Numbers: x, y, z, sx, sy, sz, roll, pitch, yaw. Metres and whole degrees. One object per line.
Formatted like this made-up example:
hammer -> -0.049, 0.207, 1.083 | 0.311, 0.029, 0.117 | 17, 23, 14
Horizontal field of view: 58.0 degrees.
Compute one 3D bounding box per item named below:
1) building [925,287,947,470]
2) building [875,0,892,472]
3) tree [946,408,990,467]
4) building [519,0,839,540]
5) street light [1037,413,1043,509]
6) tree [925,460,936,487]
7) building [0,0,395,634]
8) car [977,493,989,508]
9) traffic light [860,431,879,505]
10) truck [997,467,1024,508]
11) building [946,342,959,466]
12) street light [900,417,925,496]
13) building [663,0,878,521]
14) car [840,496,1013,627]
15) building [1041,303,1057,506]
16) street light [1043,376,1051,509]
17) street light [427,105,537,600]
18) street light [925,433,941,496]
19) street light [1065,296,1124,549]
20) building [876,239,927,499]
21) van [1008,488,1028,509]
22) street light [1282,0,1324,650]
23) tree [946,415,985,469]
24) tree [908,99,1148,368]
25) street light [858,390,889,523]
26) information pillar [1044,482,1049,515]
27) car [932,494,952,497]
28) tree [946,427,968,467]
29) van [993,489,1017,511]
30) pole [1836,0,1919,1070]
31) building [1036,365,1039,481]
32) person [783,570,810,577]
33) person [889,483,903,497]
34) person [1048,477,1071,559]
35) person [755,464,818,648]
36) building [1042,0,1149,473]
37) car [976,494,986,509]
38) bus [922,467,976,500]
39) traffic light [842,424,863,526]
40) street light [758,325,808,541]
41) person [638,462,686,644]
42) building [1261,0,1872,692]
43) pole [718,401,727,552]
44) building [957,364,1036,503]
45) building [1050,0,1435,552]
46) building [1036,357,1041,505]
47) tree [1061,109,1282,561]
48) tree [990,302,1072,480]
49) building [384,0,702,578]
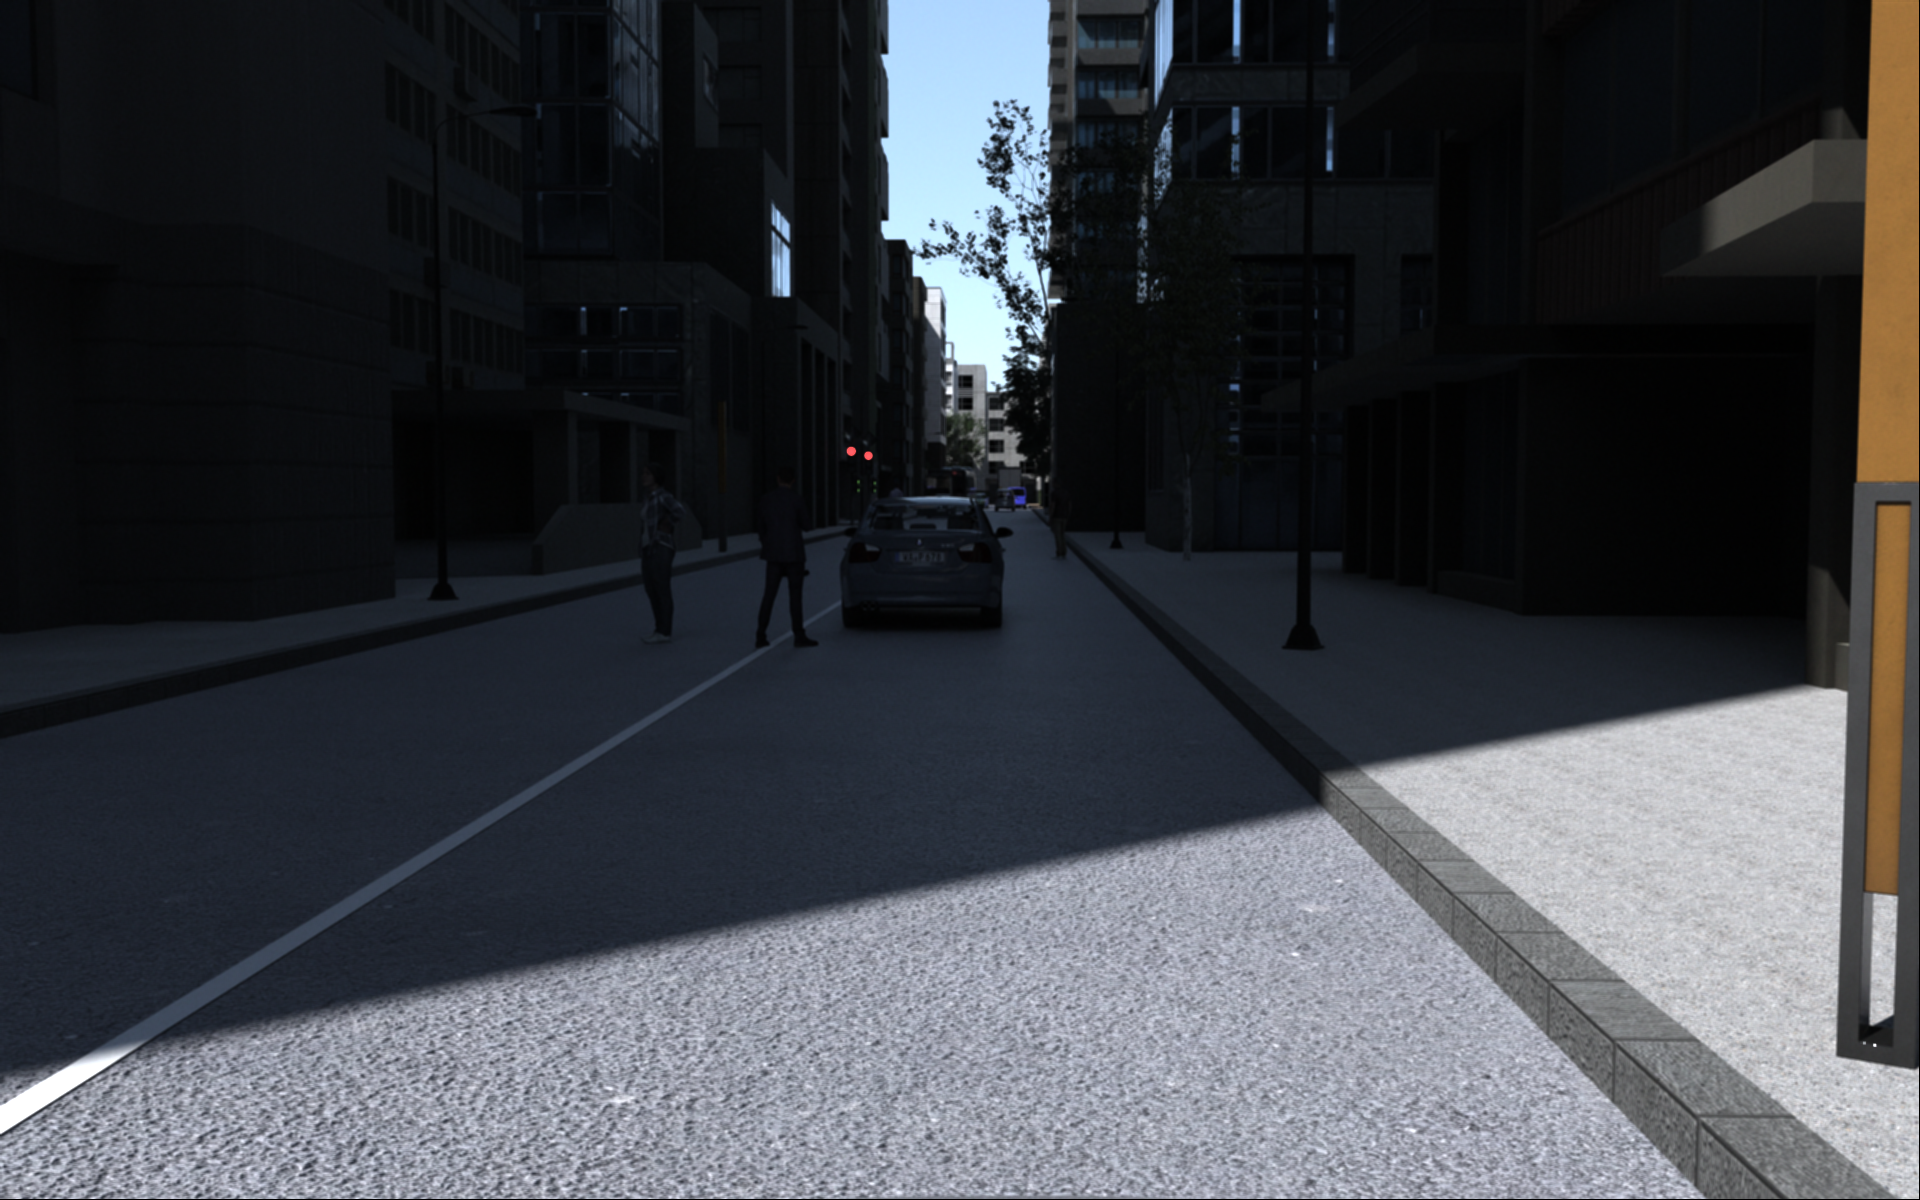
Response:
building -> -15.883, -19.900, 169.336 | 27.936, 21.610, 32.646 | 0, 4, 2
building -> -18.427, -31.454, 103.504 | 28.713, 52.752, 27.495 | 0, 4, 2
tree -> -0.386, -17.313, 208.829 | 9.928, 11.665, 9.643 | 0, 3, 0
building -> -20.733, -45.499, 56.578 | 31.000, 86.520, 22.319 | 0, 4, 2
street light -> 5.103, -7.734, 98.987 | 1.470, 5.913, 1.316 | 0, 4, 2
tree -> -3.401, -10.196, 150.417 | 4.285, 4.588, 4.351 | 0, 3, 0
building -> -17.922, -28.380, 6.016 | 21.231, 58.520, 28.212 | 0, 4, 2
car -> 1.991, -10.034, 173.646 | 1.945, 1.707, 3.694 | 0, 4, 3
traffic light -> -4.026, -5.389, 77.026 | 0.839, 4.253, 0.868 | 0, 4, 2
truck -> 5.319, -11.904, 183.541 | 2.839, 4.237, 11.283 | 0, 4, 2
building -> -5.996, -22.291, 220.879 | 11.380, 20.091, 16.016 | 0, 4, 2
street light -> -3.046, -8.056, 104.264 | 1.470, 5.913, 1.316 | 0, 4, 2
building -> -11.547, -24.421, 82.872 | 14.154, 41.232, 14.086 | 0, 4, 2
car -> -0.386, -0.487, 19.966 | 2.014, 1.417, 4.499 | 0, 4, 1
building -> 16.808, -18.480, 168.604 | 16.747, 18.905, 31.486 | 0, 4, 2
street light -> 4.115, -5.837, 67.975 | 1.470, 5.913, 1.316 | 0, 4, 2
street light -> -5.745, -2.955, 20.853 | 1.470, 5.913, 1.316 | 0, 4, 2
street light -> -2.118, -9.694, 131.030 | 1.470, 5.913, 1.316 | 0, 4, 2
street light -> 3.151, -4.171, 40.734 | 1.470, 5.913, 1.316 | 0, 4, 2
building -> -17.047, -17.590, 132.636 | 27.650, 21.520, 28.899 | 0, 4, 2
van -> 5.327, -9.749, 163.774 | 2.240, 2.365, 5.245 | 0, 4, 1
street light -> 2.312, -2.551, 14.243 | 1.470, 5.913, 1.316 | 0, 4, 2
tree -> -1.297, -16.192, 199.149 | 8.767, 10.594, 7.601 | 0, 4, -1
tree -> 4.342, -13.976, 84.404 | 12.611, 20.169, 13.585 | 0, 3, 0
street light -> -3.853, -6.411, 77.367 | 1.470, 5.913, 1.316 | 0, 4, 2
information pillar -> 5.315, -6.227, 106.304 | 0.304, 2.012, 0.304 | 0, 4, 2
car -> -1.093, -5.681, 102.675 | 2.009, 1.686, 4.222 | 0, 4, 0
tree -> -0.990, -14.729, 191.187 | 4.360, 8.622, 3.978 | 0, 3, 0
van -> 3.752, -8.404, 144.410 | 2.013, 2.044, 4.112 | 0, 4, 3
pole -> 2.107, -0.613, 3.864 | 0.158, 3.312, 0.155 | 0, 3, 0
building -> 17.798, -22.340, 221.683 | 16.016, 20.091, 11.380 | 0, 4, 2
person -> -2.989, -0.818, 30.165 | 0.655, 0.850, 0.859 | 2, 4, 27
person -> -2.219, -3.315, 62.567 | 0.709, 1.838, 0.599 | 2, 4, 26
person -> 2.172, -1.807, 38.166 | 0.598, 1.807, 0.434 | -2, 4, -31
person -> -1.635, -0.416, 16.221 | 0.541, 1.710, 0.530 | 2, 4, 31
building -> 18.081, -31.561, 135.636 | 23.786, 49.044, 30.456 | 0, 4, 2
car -> 1.500, -9.723, 167.773 | 1.959, 1.807, 4.718 | 0, 4, 0
bus -> -0.535, -7.285, 113.975 | 2.948, 3.499, 13.247 | 0, 4, 3
traffic light -> -4.284, -4.901, 69.045 | 0.839, 4.253, 0.868 | 0, 4, 2
street light -> -4.865, -4.593, 47.634 | 1.470, 5.913, 1.316 | 0, 4, 2
person -> -2.903, -0.459, 16.729 | 0.376, 1.734, 0.841 | -1, 4, -20
building -> 15.453, -21.987, 14.110 | 22.147, 44.769, 28.867 | 0, 4, 2
pole -> -5.245, -2.715, 38.227 | 0.158, 3.312, 0.155 | 0, 3, 0
building -> 11.020, -23.087, 243.932 | 31.486, 18.905, 16.747 | 0, 4, 2
building -> 14.263, -45.143, 50.756 | 22.319, 86.520, 31.000 | 0, 4, 2
building -> 17.657, -20.401, 200.020 | 16.747, 18.905, 31.486 | 0, 4, 2
tree -> 4.243, -5.053, 32.977 | 4.737, 8.622, 4.395 | 0, 3, 0
tree -> 6.806, -12.794, 115.837 | 9.857, 13.997, 8.962 | 0, 3, 0
building -> -22.457, -20.897, 33.551 | 32.217, 40.220, 23.993 | 0, 4, 2
